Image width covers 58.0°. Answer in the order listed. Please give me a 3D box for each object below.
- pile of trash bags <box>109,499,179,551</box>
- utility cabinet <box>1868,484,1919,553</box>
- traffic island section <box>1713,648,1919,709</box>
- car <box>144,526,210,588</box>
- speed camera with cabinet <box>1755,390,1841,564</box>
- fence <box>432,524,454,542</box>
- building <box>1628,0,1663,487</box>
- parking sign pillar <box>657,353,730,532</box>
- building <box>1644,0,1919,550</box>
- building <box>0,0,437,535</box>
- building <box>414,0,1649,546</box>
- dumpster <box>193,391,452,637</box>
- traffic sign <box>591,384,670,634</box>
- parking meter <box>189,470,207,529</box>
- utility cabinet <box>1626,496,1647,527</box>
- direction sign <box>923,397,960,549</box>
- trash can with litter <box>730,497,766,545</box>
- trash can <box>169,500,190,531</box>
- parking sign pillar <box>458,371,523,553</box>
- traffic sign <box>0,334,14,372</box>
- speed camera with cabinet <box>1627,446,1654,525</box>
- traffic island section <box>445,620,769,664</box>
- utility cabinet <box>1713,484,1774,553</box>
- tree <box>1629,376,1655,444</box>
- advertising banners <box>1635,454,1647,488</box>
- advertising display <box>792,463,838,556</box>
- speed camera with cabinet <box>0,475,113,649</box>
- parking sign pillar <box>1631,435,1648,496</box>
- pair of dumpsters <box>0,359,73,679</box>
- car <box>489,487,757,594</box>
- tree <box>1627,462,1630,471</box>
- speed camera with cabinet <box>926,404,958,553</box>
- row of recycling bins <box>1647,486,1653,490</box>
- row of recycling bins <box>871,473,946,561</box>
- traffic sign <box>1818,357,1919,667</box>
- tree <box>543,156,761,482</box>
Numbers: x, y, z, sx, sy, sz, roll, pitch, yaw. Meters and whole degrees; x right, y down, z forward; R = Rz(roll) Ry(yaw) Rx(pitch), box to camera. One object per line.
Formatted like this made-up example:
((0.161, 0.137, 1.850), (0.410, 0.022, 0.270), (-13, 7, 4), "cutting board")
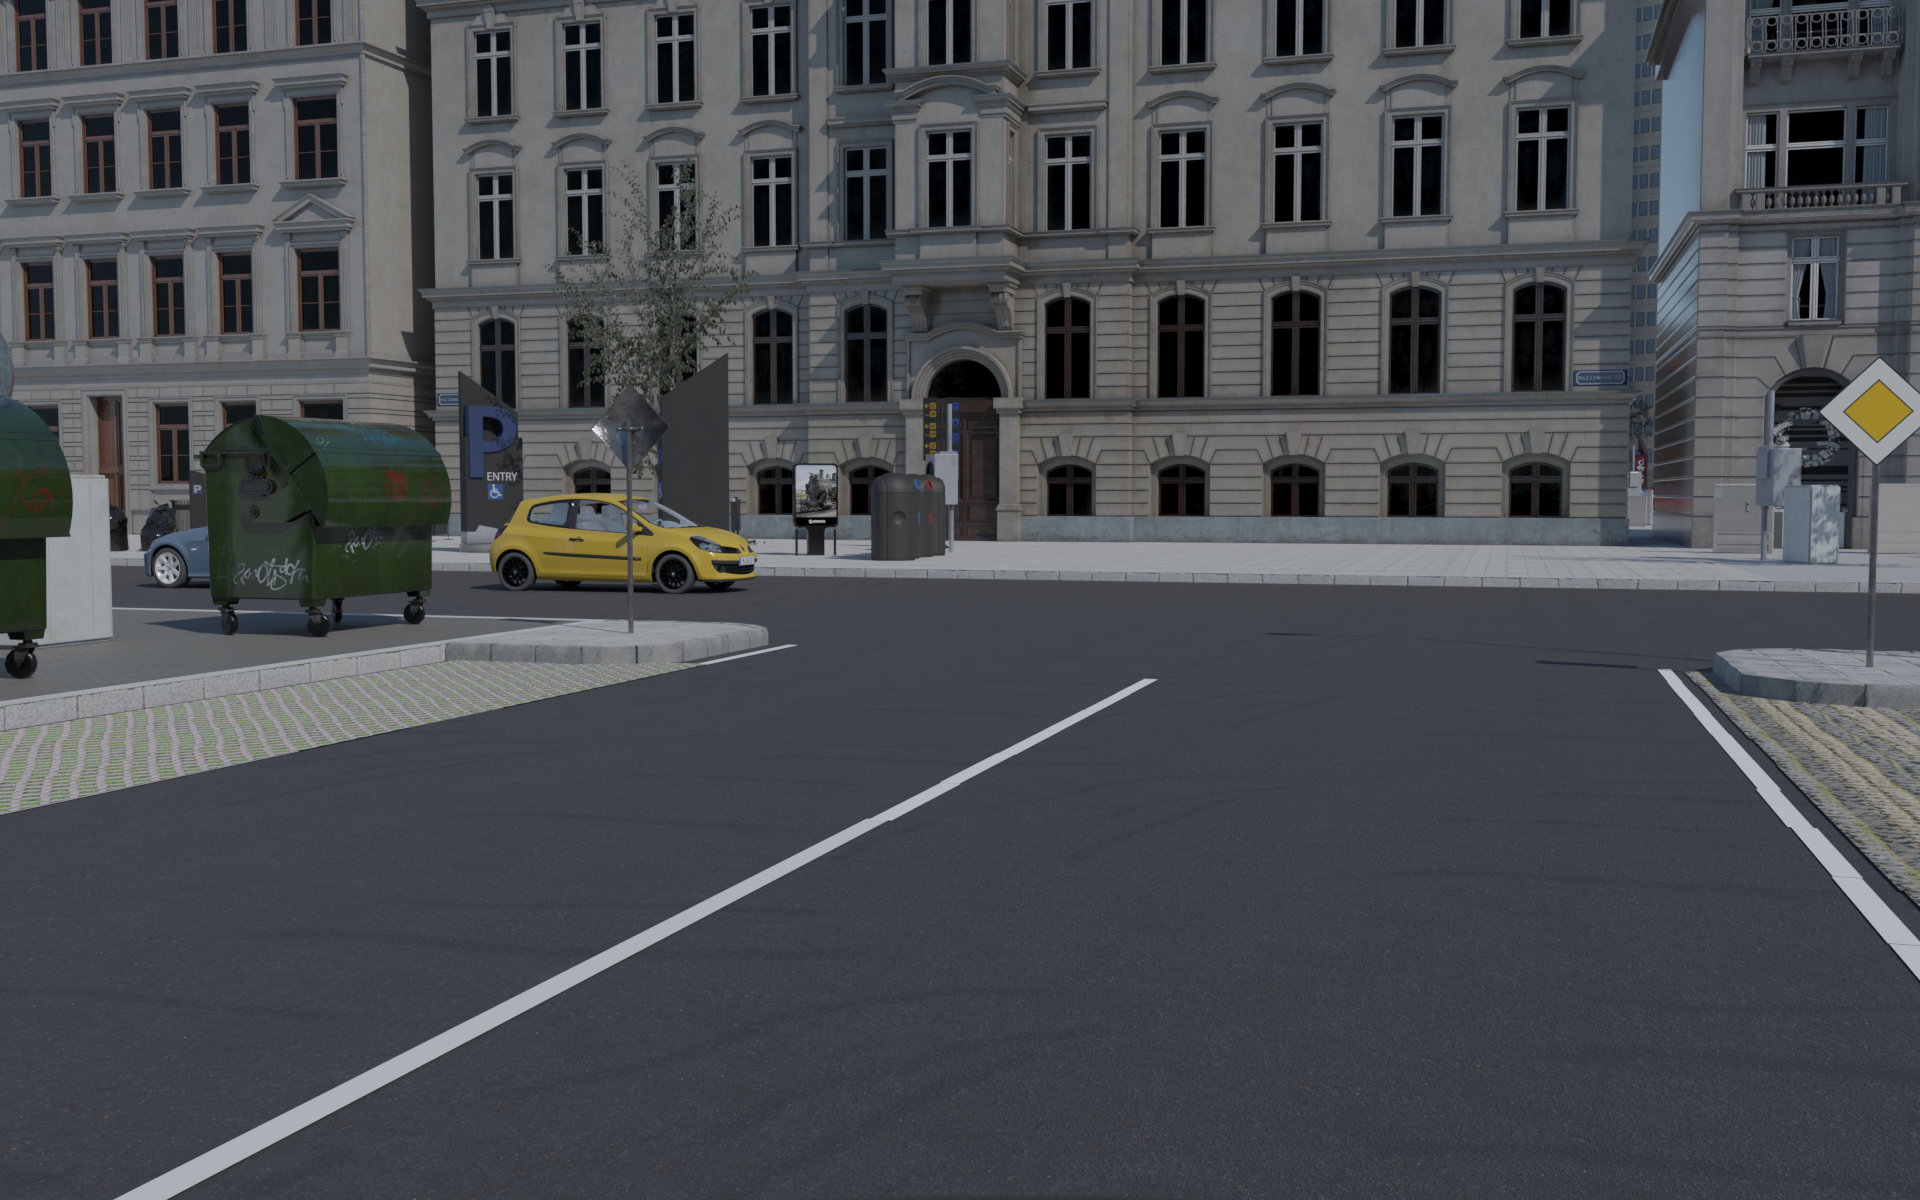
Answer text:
((-19.397, -1.805, 39.258), (3.447, 1.369, 1.912), (0, 4, -6), "pile of trash bags")
((20.158, -1.742, 37.155), (1.173, 1.500, 0.318), (0, 4, 3), "utility cabinet")
((6.762, 0.577, 12.841), (2.009, 0.180, 2.903), (1, 4, 18), "traffic island section")
((-10.351, -0.893, 26.605), (4.499, 1.417, 2.014), (1, 4, 19), "car")
((15.713, -2.333, 32.487), (0.660, 3.252, 2.038), (0, 4, -3), "speed camera with cabinet")
((-14.327, -1.975, 47.670), (0.278, 0.683, 2.069), (0, 4, -3), "fence")
((84.285, -40.028, 196.461), (28.212, 58.520, 21.231), (1, 4, 18), "building")
((-5.091, -2.727, 33.061), (1.447, 3.967, 1.447), (-1, 4, -22), "parking sign pillar")
((29.996, -12.260, 42.249), (24.055, 21.916, 13.314), (1, 4, 18), "building")
((-25.399, -13.619, 58.828), (21.152, 22.565, 11.583), (1, 4, 18), "building")
((1.772, -14.223, 51.623), (34.723, 24.649, 14.460), (1, 4, 18), "building")
((-5.988, -0.847, 16.336), (1.502, 2.255, 1.985), (1, 4, 17), "dumpster")
((-3.024, -0.748, 15.874), (0.795, 2.450, 0.064), (1, 4, 18), "traffic sign")
((-18.210, -2.186, 41.455), (0.399, 1.863, 0.255), (-1, 4, -17), "parking meter")
((26.515, -3.493, 68.277), (1.020, 1.237, 0.306), (2, 4, 27), "utility cabinet")
((-0.433, -2.981, 40.737), (0.876, 3.537, 0.379), (1, 4, 9), "direction sign")
((-5.773, -2.040, 44.407), (1.678, 1.210, 2.233), (-1, 4, -20), "trash can with litter")
((-19.186, -1.912, 42.910), (0.748, 1.137, 0.748), (0, 3, 0), "trash can")
((-10.357, -3.047, 38.286), (1.447, 3.967, 1.447), (-2, 4, -35), "parking sign pillar")
((-7.323, -0.784, 12.924), (0.768, 2.556, 0.104), (2, 4, 26), "traffic sign")
((28.089, -4.678, 70.827), (2.038, 3.252, 0.660), (0, 4, -4), "speed camera with cabinet")
((-3.049, 0.388, 15.943), (2.009, 0.180, 2.903), (1, 4, 18), "traffic island section")
((16.912, -1.756, 37.382), (1.173, 1.500, 0.318), (2, 4, 28), "utility cabinet")
((46.678, -13.380, 129.138), (12.009, 13.543, 11.850), (0, 3, 0), "tree")
((30.395, -4.843, 75.372), (2.074, 3.025, 0.090), (2, 4, 34), "advertising banners")
((-3.013, -1.890, 36.107), (0.974, 1.923, 0.123), (-2, 4, -25), "advertising display")
((-7.933, -1.211, 14.143), (0.660, 3.252, 2.038), (1, 4, 15), "speed camera with cabinet")
((30.765, -5.503, 78.448), (1.447, 3.967, 1.447), (1, 4, 9), "parking sign pillar")
((-7.503, -0.469, 10.158), (1.574, 2.255, 4.437), (1, 4, 17), "pair of dumpsters")
((-5.000, -0.959, 25.897), (3.980, 1.641, 2.015), (1, 4, 17), "car")
((36.118, -6.968, 97.643), (4.285, 4.588, 4.351), (0, 3, 0), "tree")
((-0.622, -2.712, 38.672), (0.660, 3.252, 2.038), (-1, 4, -18), "speed camera with cabinet")
((35.580, -5.109, 90.642), (3.534, 1.692, 1.069), (-3, 4, -39), "row of recycling bins")
((-1.053, -1.694, 34.805), (1.069, 1.692, 3.534), (1, 4, 12), "row of recycling bins")
((6.737, -0.558, 12.771), (0.795, 2.450, 0.064), (1, 4, 18), "traffic sign")
((-6.475, -5.306, 37.113), (4.360, 8.622, 3.978), (0, 3, 0), "tree")
